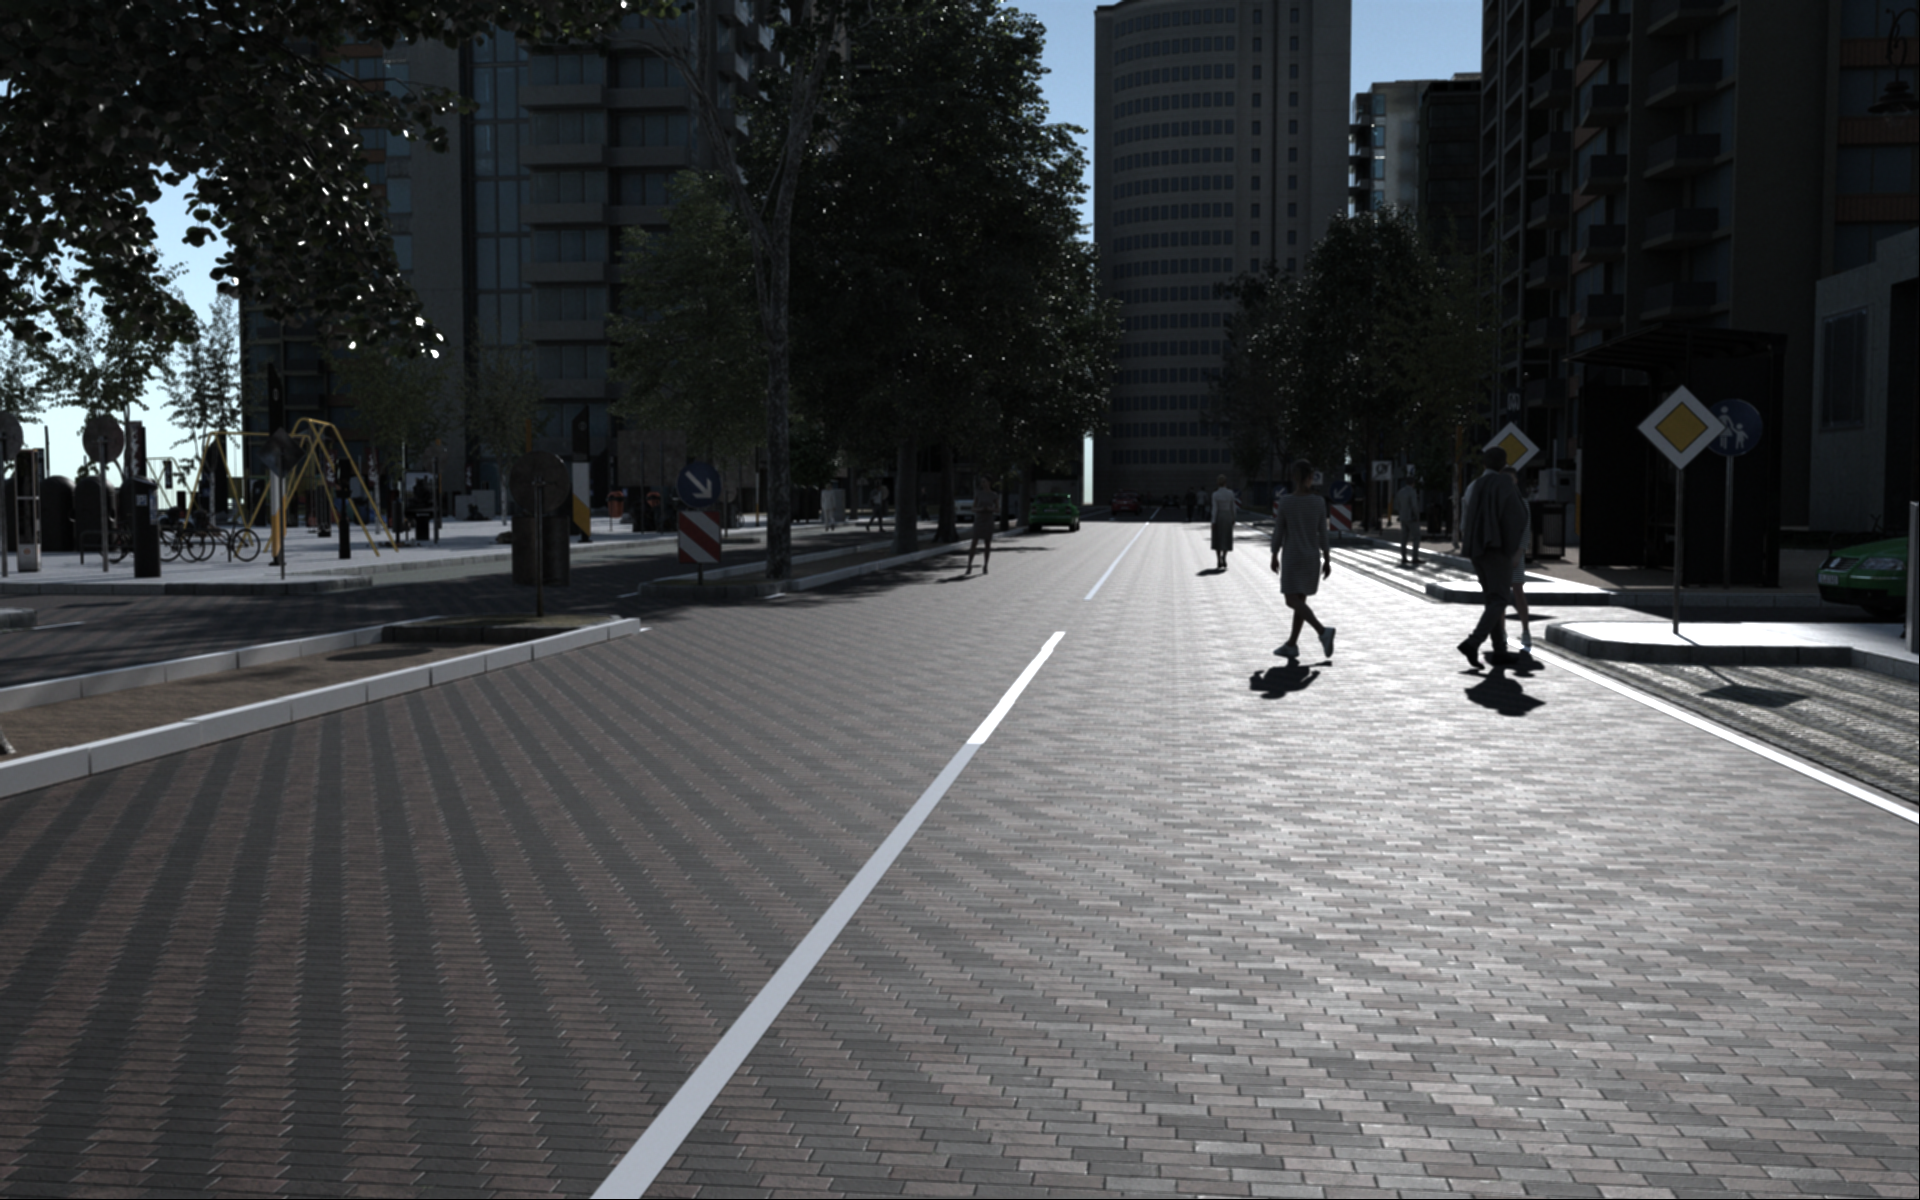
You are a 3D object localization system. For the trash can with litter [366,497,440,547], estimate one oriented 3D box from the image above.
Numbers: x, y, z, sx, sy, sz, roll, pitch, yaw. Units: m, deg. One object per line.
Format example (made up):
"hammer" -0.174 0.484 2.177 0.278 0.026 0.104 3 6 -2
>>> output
"trash can with litter" -13.699 -1.921 42.461 1.678 1.210 2.233 -1 4 -21

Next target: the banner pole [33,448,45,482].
"banner pole" -44.056 -5.703 83.254 0.863 3.779 0.401 -1 4 -22

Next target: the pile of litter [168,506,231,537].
"pile of litter" -22.931 -2.357 52.506 1.719 0.858 1.176 -1 4 -21

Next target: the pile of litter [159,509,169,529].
"pile of litter" -28.625 -2.996 62.954 1.719 0.858 1.176 0 4 8

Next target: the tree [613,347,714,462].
"tree" -15.120 -8.211 84.612 4.360 8.622 3.978 0 3 0

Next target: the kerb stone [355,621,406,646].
"kerb stone" -5.644 0.339 16.686 0.120 0.150 1.000 0 4 7

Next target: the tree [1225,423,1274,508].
"tree" 26.723 -12.789 159.462 4.737 8.622 4.395 0 3 0

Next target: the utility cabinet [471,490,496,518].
"utility cabinet" -25.278 -5.089 91.891 1.173 1.500 0.318 0 4 1

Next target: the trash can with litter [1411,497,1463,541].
"trash can with litter" 13.281 -2.254 47.904 2.233 1.210 1.678 -2 4 -24

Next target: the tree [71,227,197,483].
"tree" -22.720 -5.876 46.441 4.737 8.622 4.395 0 3 0

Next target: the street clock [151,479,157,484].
"street clock" -38.756 -4.797 83.004 0.471 2.002 0.358 -1 4 -17

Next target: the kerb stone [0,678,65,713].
"kerb stone" -6.258 0.648 11.600 0.120 0.150 1.000 0 4 7

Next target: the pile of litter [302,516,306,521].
"pile of litter" -30.625 -4.157 81.929 1.176 0.858 1.719 1 4 11

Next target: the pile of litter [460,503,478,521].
"pile of litter" -23.204 -4.225 83.051 1.719 0.858 1.176 3 4 39

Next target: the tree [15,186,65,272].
"tree" -19.416 -5.048 32.904 4.360 8.622 3.978 0 3 0

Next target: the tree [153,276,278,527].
"tree" -25.524 -6.648 59.061 4.360 8.622 3.978 0 3 0

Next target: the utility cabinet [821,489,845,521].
"utility cabinet" -5.895 -4.391 80.473 1.173 1.500 0.318 2 4 31

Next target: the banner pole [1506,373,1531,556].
"banner pole" 11.562 -2.807 35.912 0.863 3.779 0.401 -2 4 -34

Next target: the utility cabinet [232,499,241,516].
"utility cabinet" -42.765 -5.733 102.413 0.318 1.500 1.173 -1 4 -12

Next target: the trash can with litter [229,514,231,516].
"trash can with litter" -40.926 -5.141 95.110 2.233 1.210 1.678 0 4 6

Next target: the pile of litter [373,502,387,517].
"pile of litter" -33.050 -5.127 97.784 1.719 0.858 1.176 -1 4 -18

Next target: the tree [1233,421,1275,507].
"tree" 28.266 -13.275 167.403 4.360 8.622 3.978 0 3 0

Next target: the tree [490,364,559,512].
"tree" -24.785 -9.003 97.565 4.737 8.622 4.395 0 3 0

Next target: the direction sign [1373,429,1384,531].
"direction sign" 14.746 -4.217 60.953 0.379 3.537 0.876 0 4 -2

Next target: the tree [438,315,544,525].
"tree" -18.722 -7.335 70.294 4.360 8.622 3.978 0 3 0

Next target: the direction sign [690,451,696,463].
"direction sign" -13.677 -5.920 88.795 0.379 3.537 0.876 1 4 12

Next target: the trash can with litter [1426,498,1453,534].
"trash can with litter" 15.633 -2.737 56.133 1.055 1.170 0.624 1 4 18

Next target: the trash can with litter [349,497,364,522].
"trash can with litter" -27.800 -4.156 79.343 1.055 1.170 0.624 2 4 28

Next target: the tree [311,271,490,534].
"tree" -18.316 -6.395 54.923 4.737 8.622 4.395 0 3 0

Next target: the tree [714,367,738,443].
"tree" -13.964 -8.830 94.726 4.360 8.622 3.978 0 3 0

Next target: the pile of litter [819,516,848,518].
"pile of litter" -6.899 -4.843 93.146 1.719 0.858 1.176 2 4 24

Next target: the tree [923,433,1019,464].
"tree" 1.920 -14.218 142.839 12.009 13.543 11.850 0 3 0

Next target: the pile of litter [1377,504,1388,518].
"pile of litter" 22.399 -4.800 92.449 1.176 0.858 1.719 2 4 29

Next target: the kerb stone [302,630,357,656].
"kerb stone" -5.767 0.403 15.668 0.120 0.150 1.000 0 4 7

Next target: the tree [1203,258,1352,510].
"tree" 25.453 -17.197 137.055 12.611 20.169 13.585 0 3 0

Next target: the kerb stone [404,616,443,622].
"kerb stone" -5.518 0.275 17.700 0.120 0.150 1.000 0 4 7

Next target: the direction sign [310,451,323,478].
"direction sign" -34.183 -6.115 91.977 0.379 3.537 0.876 2 4 35

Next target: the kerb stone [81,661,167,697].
"kerb stone" -6.138 0.587 12.616 0.120 0.150 1.000 0 4 7

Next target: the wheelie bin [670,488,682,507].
"wheelie bin" -14.839 -5.106 91.389 0.980 1.594 0.693 1 4 12

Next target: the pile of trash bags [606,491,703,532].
"pile of trash bags" -10.723 -3.033 59.339 3.447 1.369 1.912 2 4 29

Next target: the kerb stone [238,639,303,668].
"kerb stone" -5.888 0.461 14.653 0.120 0.150 1.000 0 4 7

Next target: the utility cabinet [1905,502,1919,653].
"utility cabinet" 8.212 -0.168 13.913 1.020 1.237 0.306 1 4 19

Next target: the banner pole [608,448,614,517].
"banner pole" -19.215 -6.441 95.331 0.401 3.779 0.863 1 4 13

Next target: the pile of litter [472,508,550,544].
"pile of litter" -11.553 -1.904 45.095 1.176 0.858 1.719 3 5 43

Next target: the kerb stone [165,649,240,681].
"kerb stone" -6.017 0.527 13.639 0.120 0.150 1.000 0 4 7

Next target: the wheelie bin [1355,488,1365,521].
"wheelie bin" 19.088 -4.622 83.486 0.980 1.594 0.693 0 4 5

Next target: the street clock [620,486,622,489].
"street clock" -19.423 -5.860 100.383 0.471 2.002 0.358 1 4 18

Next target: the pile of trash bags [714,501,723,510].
"pile of trash bags" -11.441 -3.852 72.726 3.447 1.369 1.912 0 4 -7

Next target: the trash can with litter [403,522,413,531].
"trash can with litter" -19.115 -3.016 60.694 1.055 1.170 0.624 -1 4 -20

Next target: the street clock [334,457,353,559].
"street clock" -12.196 -1.817 34.276 0.358 2.002 0.471 -2 4 -31

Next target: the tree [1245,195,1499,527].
"tree" 15.942 -9.177 67.060 9.611 12.733 9.660 0 3 0

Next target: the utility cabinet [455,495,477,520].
"utility cabinet" -24.464 -4.564 85.789 1.020 1.237 0.306 0 4 -3

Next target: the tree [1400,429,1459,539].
"tree" 13.887 -3.409 50.344 1.663 3.219 1.824 0 3 0

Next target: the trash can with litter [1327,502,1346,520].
"trash can with litter" 19.133 -4.584 86.006 1.678 1.210 2.233 -1 4 -18
